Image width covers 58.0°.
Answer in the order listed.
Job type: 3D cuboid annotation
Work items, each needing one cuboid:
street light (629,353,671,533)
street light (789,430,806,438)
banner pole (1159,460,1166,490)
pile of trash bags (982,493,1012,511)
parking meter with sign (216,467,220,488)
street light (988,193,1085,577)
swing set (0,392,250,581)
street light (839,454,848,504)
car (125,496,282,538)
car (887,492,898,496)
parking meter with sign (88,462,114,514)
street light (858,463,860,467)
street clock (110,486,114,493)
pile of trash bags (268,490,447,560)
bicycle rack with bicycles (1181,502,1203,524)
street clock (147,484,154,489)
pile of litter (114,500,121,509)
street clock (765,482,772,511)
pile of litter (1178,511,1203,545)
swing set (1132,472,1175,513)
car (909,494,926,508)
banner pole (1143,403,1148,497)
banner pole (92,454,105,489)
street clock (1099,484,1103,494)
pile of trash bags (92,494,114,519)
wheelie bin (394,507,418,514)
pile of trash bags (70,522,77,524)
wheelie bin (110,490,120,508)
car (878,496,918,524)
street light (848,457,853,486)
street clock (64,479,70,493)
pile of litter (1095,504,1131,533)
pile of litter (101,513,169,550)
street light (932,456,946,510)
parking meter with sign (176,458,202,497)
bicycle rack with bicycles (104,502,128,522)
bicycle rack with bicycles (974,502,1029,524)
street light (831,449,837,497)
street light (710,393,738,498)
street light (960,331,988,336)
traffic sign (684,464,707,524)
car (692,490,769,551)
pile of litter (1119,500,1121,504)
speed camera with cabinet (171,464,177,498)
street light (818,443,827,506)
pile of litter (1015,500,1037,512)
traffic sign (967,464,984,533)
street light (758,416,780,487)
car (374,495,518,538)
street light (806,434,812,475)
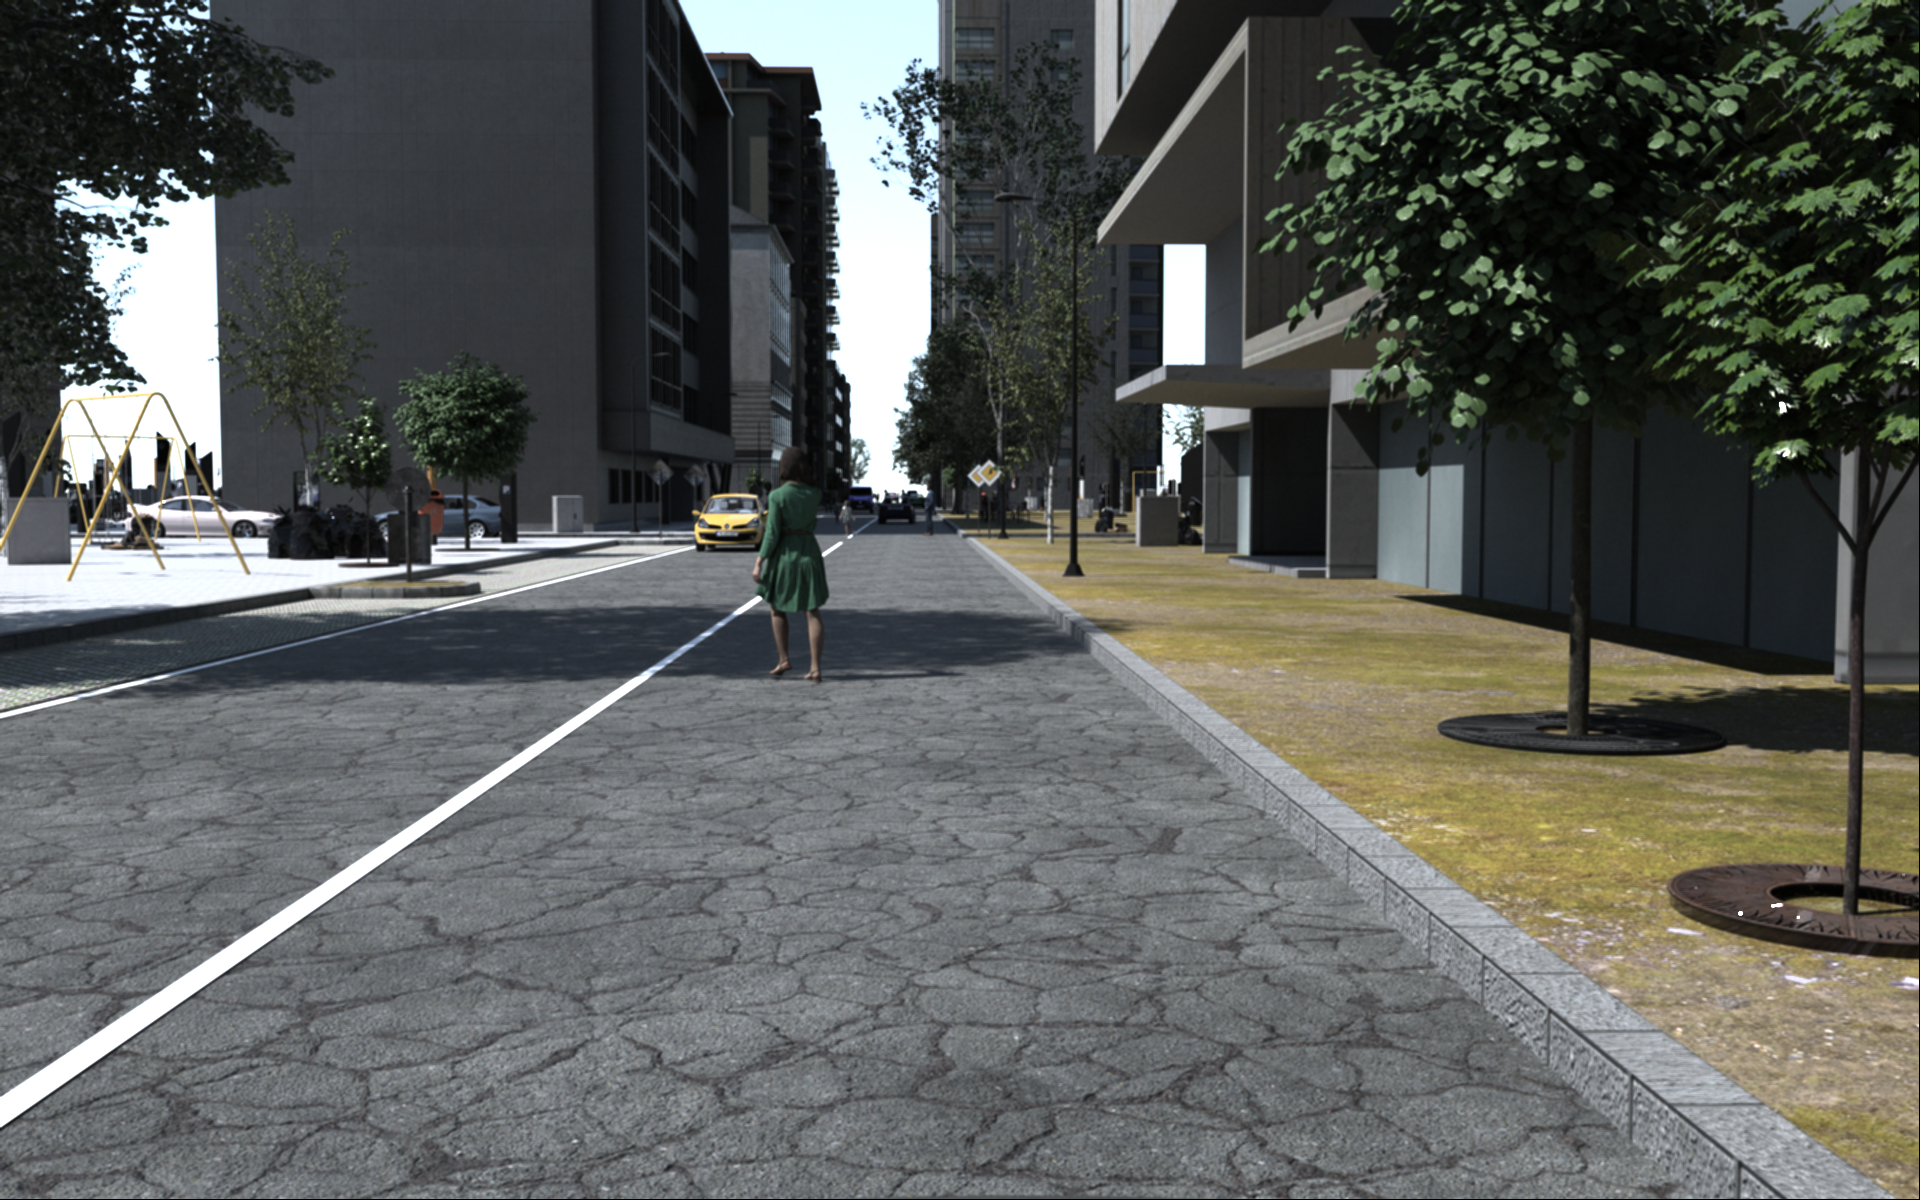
[{"bbox_3d":[-10.224,-5.177,57.192,1.470,5.913,1.316,0,4,-2],"label":"street light"},{"bbox_3d":[-12.079,-9.324,124.982,1.470,5.913,1.316,0,4,-2],"label":"street light"},{"bbox_3d":[15.071,-8.485,128.748,0.401,3.779,0.863,-2,4,-32],"label":"banner pole"},{"bbox_3d":[2.410,-7.243,128.170,1.912,1.369,3.447,-2,4,-29],"label":"pile of trash bags"},{"bbox_3d":[-48.823,-7.079,111.999,1.738,3.016,0.543,-3,5,-40],"label":"parking meter with sign"},{"bbox_3d":[1.237,-3.326,26.924,1.470,5.913,1.316,0,4,-2],"label":"street light"},{"bbox_3d":[-13.254,-1.817,27.331,3.119,2.851,2.862,3,5,39],"label":"swing set"},{"bbox_3d":[-14.105,-14.020,201.775,1.470,5.913,1.316,0,4,-2],"label":"street light"},{"bbox_3d":[-23.295,-2.529,53.714,4.827,1.381,2.083,0,4,0],"label":"car"},{"bbox_3d":[-11.373,-17.152,289.100,2.281,1.827,5.304,0,4,-3],"label":"car"},{"bbox_3d":[-46.737,-5.961,93.731,1.738,3.016,0.543,0,4,-7],"label":"parking meter with sign"},{"bbox_3d":[-15.720,-17.697,261.886,1.470,5.913,1.316,0,4,-2],"label":"street light"},{"bbox_3d":[-64.496,-7.764,131.507,0.358,2.002,0.471,1,4,16],"label":"street clock"},{"bbox_3d":[-12.146,-1.552,35.122,3.447,1.369,1.912,-2,4,-33],"label":"pile of trash bags"},{"bbox_3d":[9.477,-3.828,75.971,2.852,0.926,2.925,0,4,5],"label":"bicycle rack with bicycles"},{"bbox_3d":[-60.952,-7.700,130.464,0.358,2.002,0.471,3,5,41],"label":"street clock"},{"bbox_3d":[-58.416,-6.464,119.656,1.176,0.858,1.719,0,4,-6],"label":"pile of litter"},{"bbox_3d":[-11.812,-6.251,106.767,0.358,2.002,0.471,-3,5,-44],"label":"street clock"},{"bbox_3d":[5.747,-1.824,43.793,1.176,0.858,1.719,-2,4,-29],"label":"pile of litter"},{"bbox_3d":[13.484,-7.591,121.731,3.119,2.851,2.862,0,4,3],"label":"swing set"},{"bbox_3d":[-4.477,-10.387,178.625,1.959,1.807,4.718,0,4,-3],"label":"car"},{"bbox_3d":[5.082,-3.522,47.597,0.401,3.779,0.863,0,4,6],"label":"banner pole"},{"bbox_3d":[-53.775,-7.219,108.053,0.863,3.779,0.401,-1,4,-9],"label":"banner pole"},{"bbox_3d":[9.920,-7.140,121.314,0.358,2.002,0.471,1,4,21],"label":"street clock"},{"bbox_3d":[-44.727,-4.873,89.427,1.912,1.369,3.447,-2,4,-35],"label":"pile of trash bags"},{"bbox_3d":[-15.441,-2.494,48.685,0.980,1.594,0.693,-1,4,-19],"label":"wheelie bin"},{"bbox_3d":[-39.618,-3.954,74.404,3.447,1.369,1.912,-2,4,-31],"label":"pile of trash bags"},{"bbox_3d":[-61.715,-7.256,126.551,0.980,1.594,0.693,3,5,39],"label":"wheelie bin"},{"bbox_3d":[-3.046,-4.372,84.062,1.945,1.354,3.894,0,4,0],"label":"car"},{"bbox_3d":[-14.476,-14.942,216.837,1.470,5.913,1.316,0,4,-2],"label":"street light"},{"bbox_3d":[-43.922,-4.916,84.954,0.471,2.002,0.358,-1,4,-16],"label":"street clock"},{"bbox_3d":[5.183,-2.696,58.047,1.719,0.858,1.176,-3,5,-43],"label":"pile of litter"},{"bbox_3d":[-19.143,-1.601,40.144,1.719,0.858,1.176,3,4,37],"label":"pile of litter"},{"bbox_3d":[-1.811,-10.287,140.733,1.470,5.913,1.316,0,4,-2],"label":"street light"},{"bbox_3d":[-36.880,-5.268,82.385,0.543,3.016,1.738,1,4,19],"label":"parking meter with sign"},{"bbox_3d":[-38.065,-4.038,79.403,2.852,0.926,2.925,1,4,21],"label":"bicycle rack with bicycles"},{"bbox_3d":[1.740,-3.781,75.205,2.852,0.926,2.925,1,4,18],"label":"bicycle rack with bicycles"},{"bbox_3d":[-13.568,-12.643,179.248,1.470,5.913,1.316,0,4,-2],"label":"street light"},{"bbox_3d":[-10.911,-6.555,79.715,1.470,5.913,1.316,0,4,-2],"label":"street light"},{"bbox_3d":[0.700,-4.714,49.611,1.470,5.913,1.316,0,4,-2],"label":"street light"},{"bbox_3d":[-8.766,-3.289,57.414,0.795,2.450,0.064,0,4,-2],"label":"traffic sign"},{"bbox_3d":[-5.807,-2.099,44.540,2.015,1.641,3.980,0,4,-2],"label":"car"},{"bbox_3d":[11.868,-7.207,131.807,1.176,0.858,1.719,-2,4,-24],"label":"pile of litter"},{"bbox_3d":[-52.542,-7.325,114.095,2.038,3.252,0.660,0,4,-5],"label":"speed camera with cabinet"},{"bbox_3d":[-12.898,-11.254,156.536,1.470,5.913,1.316,0,4,-2],"label":"street light"},{"bbox_3d":[4.801,-6.819,125.462,1.719,0.858,1.176,0,4,-6],"label":"pile of litter"},{"bbox_3d":[0.625,-3.303,57.647,0.795,2.450,0.064,0,4,-2],"label":"traffic sign"},{"bbox_3d":[-11.332,-7.946,102.461,1.470,5.913,1.316,0,4,-2],"label":"street light"},{"bbox_3d":[-16.146,-2.576,54.114,4.499,1.417,2.014,0,4,0],"label":"car"},{"bbox_3d":[-12.288,-9.876,134.011,1.470,5.913,1.316,0,4,-2],"label":"street light"}]
